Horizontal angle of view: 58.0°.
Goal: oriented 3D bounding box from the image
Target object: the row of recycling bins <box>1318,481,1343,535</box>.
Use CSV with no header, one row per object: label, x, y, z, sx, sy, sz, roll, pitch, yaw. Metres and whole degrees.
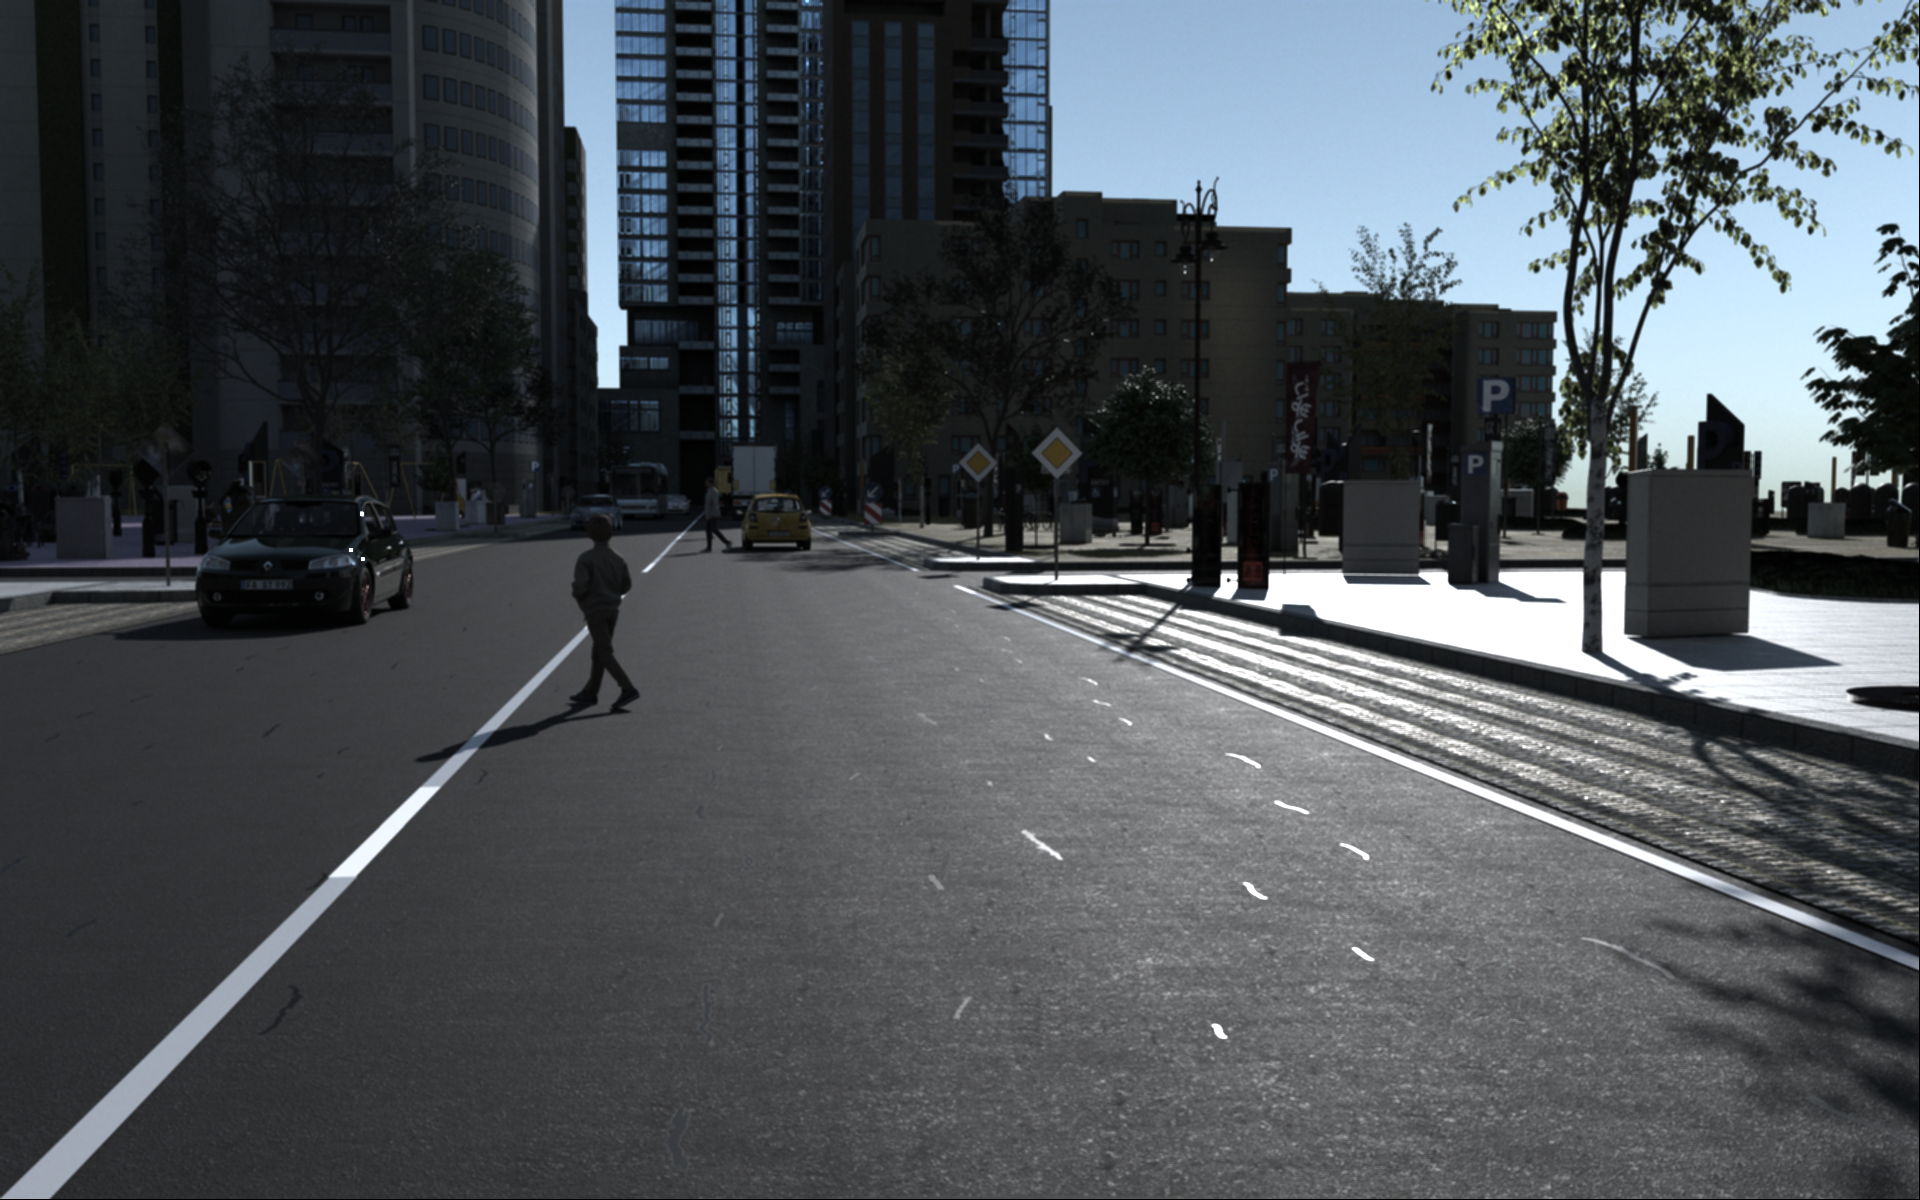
row of recycling bins,12.451,-3.015,56.404,1.069,1.692,3.534,2,4,24

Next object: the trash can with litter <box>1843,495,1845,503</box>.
trash can with litter,47.027,-4.926,91.591,1.678,1.210,2.233,-2,4,-27

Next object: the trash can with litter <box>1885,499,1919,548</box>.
trash can with litter,22.923,-1.861,41.807,1.055,1.170,0.624,2,4,32

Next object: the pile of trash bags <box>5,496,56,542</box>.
pile of trash bags,-25.427,-2.251,46.558,3.447,1.369,1.912,0,4,-1

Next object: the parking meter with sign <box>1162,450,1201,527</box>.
parking meter with sign,8.447,-4.323,66.948,1.738,3.016,0.543,-2,4,-28

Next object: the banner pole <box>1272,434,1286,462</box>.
banner pole,13.240,-5.028,72.227,0.863,3.779,0.401,3,5,42

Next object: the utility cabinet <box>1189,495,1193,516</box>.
utility cabinet,13.258,-5.405,99.531,0.306,1.237,1.020,3,4,37

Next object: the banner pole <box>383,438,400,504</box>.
banner pole,-25.578,-5.374,77.874,0.863,3.779,0.401,-2,4,-24

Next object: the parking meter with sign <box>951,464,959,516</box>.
parking meter with sign,-0.019,-6.403,100.947,0.543,3.016,1.738,1,4,15

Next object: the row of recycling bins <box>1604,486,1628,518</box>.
row of recycling bins,34.449,-5.153,91.366,1.069,1.692,3.534,-1,4,-13

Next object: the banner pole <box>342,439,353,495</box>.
banner pole,-27.936,-5.450,79.127,0.401,3.779,0.863,1,4,20

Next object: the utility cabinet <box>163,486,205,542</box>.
utility cabinet,-20.480,-2.265,45.712,1.173,1.500,0.318,2,4,26

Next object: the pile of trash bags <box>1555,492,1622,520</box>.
pile of trash bags,31.366,-4.664,86.006,3.447,1.369,1.912,1,4,23

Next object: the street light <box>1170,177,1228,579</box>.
street light,3.517,-3.235,25.677,0.468,5.910,1.993,0,4,-8

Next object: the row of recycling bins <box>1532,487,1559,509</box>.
row of recycling bins,35.531,-6.015,105.454,1.069,1.692,3.534,0,4,2

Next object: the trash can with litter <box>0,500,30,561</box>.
trash can with litter,-18.476,-1.349,33.444,0.624,1.170,1.055,0,4,-2

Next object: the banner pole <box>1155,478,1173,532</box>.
banner pole,6.877,-4.204,58.749,0.401,3.779,0.863,-2,4,-35

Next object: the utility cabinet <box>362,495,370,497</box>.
utility cabinet,-35.961,-5.689,104.177,1.020,1.237,0.306,2,4,26

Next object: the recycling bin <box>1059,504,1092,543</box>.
recycling bin,3.057,-2.026,45.678,0.722,1.027,0.722,1,4,19

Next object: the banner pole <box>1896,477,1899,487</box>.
banner pole,40.130,-5.145,74.135,0.401,3.779,0.863,3,4,36

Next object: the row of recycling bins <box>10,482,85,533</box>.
row of recycling bins,-31.206,-3.113,58.012,3.534,1.692,1.069,-1,4,-13

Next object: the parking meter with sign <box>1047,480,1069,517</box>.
parking meter with sign,5.693,-6.117,96.279,1.738,3.016,0.543,0,4,1

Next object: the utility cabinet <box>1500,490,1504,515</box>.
utility cabinet,27.003,-4.816,87.421,1.173,1.500,0.318,-1,4,-23

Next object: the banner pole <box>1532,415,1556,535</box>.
banner pole,18.424,-3.946,54.539,0.401,3.779,0.863,-2,4,-29

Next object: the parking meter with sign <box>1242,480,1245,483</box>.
parking meter with sign,14.838,-5.886,92.495,1.738,3.016,0.543,1,4,23

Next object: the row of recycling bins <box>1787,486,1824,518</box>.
row of recycling bins,41.264,-4.727,84.395,1.069,1.692,3.534,3,5,42

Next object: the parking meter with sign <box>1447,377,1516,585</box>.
parking meter with sign,7.571,-1.772,25.241,0.543,3.016,1.738,2,4,32

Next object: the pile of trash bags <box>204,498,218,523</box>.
pile of trash bags,-35.066,-4.165,77.845,3.447,1.369,1.912,1,4,18

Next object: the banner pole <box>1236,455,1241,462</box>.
banner pole,17.709,-7.343,110.080,0.401,3.779,0.863,-1,4,-15

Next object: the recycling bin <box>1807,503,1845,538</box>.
recycling bin,25.269,-2.322,50.522,0.722,1.027,0.722,-1,4,-14

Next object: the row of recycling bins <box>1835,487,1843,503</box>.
row of recycling bins,56.025,-6.143,107.553,3.534,1.692,1.069,0,4,1

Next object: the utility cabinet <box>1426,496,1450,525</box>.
utility cabinet,19.807,-3.707,71.774,0.306,1.237,1.020,-2,4,-35

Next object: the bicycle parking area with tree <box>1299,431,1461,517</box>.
bicycle parking area with tree,19.688,-5.768,81.304,9.016,4.147,8.231,0,4,-8

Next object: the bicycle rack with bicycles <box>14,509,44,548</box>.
bicycle rack with bicycles,-23.207,-1.722,41.532,2.852,0.926,2.925,-2,4,-24

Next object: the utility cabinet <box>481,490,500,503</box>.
utility cabinet,-27.120,-5.576,99.846,0.318,1.500,1.173,3,5,43

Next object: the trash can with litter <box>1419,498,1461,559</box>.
trash can with litter,9.461,-1.464,34.991,2.233,1.210,1.678,1,4,9

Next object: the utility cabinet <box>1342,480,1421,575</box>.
utility cabinet,6.642,-1.139,27.305,1.173,1.500,0.318,1,4,15

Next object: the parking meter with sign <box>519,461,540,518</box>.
parking meter with sign,-23.088,-5.899,92.715,0.543,3.016,1.738,-3,4,-38

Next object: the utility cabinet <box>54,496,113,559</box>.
utility cabinet,-17.424,-1.425,34.462,1.020,1.237,0.306,0,4,5

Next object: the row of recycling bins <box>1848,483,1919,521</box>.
row of recycling bins,35.010,-3.506,64.434,3.534,1.692,1.069,3,4,37

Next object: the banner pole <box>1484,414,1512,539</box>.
banner pole,15.524,-3.670,50.014,0.863,3.779,0.401,0,4,2

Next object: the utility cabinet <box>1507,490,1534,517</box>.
utility cabinet,27.501,-4.669,85.015,1.173,1.500,0.318,2,4,33

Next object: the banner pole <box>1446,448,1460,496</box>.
banner pole,26.509,-6.322,93.374,0.863,3.779,0.401,2,4,29

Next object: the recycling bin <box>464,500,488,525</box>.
recycling bin,-20.345,-3.689,72.875,0.722,1.027,0.722,2,4,28

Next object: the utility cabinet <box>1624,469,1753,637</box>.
utility cabinet,6.558,-0.424,15.611,1.173,1.500,0.318,-1,4,-22

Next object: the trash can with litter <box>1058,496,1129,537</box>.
trash can with litter,3.969,-2.490,51.771,2.233,1.210,1.678,0,4,-3

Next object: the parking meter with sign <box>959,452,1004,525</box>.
parking meter with sign,0.931,-4.604,71.533,1.738,3.016,0.543,0,4,4

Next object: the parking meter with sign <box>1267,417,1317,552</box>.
parking meter with sign,7.232,-2.608,38.903,1.738,3.016,0.543,-3,5,-41

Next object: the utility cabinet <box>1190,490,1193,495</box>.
utility cabinet,13.257,-5.715,102.112,1.173,1.500,0.318,3,5,42

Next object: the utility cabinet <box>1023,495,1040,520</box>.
utility cabinet,3.408,-4.537,85.345,1.020,1.237,0.306,0,4,-1
